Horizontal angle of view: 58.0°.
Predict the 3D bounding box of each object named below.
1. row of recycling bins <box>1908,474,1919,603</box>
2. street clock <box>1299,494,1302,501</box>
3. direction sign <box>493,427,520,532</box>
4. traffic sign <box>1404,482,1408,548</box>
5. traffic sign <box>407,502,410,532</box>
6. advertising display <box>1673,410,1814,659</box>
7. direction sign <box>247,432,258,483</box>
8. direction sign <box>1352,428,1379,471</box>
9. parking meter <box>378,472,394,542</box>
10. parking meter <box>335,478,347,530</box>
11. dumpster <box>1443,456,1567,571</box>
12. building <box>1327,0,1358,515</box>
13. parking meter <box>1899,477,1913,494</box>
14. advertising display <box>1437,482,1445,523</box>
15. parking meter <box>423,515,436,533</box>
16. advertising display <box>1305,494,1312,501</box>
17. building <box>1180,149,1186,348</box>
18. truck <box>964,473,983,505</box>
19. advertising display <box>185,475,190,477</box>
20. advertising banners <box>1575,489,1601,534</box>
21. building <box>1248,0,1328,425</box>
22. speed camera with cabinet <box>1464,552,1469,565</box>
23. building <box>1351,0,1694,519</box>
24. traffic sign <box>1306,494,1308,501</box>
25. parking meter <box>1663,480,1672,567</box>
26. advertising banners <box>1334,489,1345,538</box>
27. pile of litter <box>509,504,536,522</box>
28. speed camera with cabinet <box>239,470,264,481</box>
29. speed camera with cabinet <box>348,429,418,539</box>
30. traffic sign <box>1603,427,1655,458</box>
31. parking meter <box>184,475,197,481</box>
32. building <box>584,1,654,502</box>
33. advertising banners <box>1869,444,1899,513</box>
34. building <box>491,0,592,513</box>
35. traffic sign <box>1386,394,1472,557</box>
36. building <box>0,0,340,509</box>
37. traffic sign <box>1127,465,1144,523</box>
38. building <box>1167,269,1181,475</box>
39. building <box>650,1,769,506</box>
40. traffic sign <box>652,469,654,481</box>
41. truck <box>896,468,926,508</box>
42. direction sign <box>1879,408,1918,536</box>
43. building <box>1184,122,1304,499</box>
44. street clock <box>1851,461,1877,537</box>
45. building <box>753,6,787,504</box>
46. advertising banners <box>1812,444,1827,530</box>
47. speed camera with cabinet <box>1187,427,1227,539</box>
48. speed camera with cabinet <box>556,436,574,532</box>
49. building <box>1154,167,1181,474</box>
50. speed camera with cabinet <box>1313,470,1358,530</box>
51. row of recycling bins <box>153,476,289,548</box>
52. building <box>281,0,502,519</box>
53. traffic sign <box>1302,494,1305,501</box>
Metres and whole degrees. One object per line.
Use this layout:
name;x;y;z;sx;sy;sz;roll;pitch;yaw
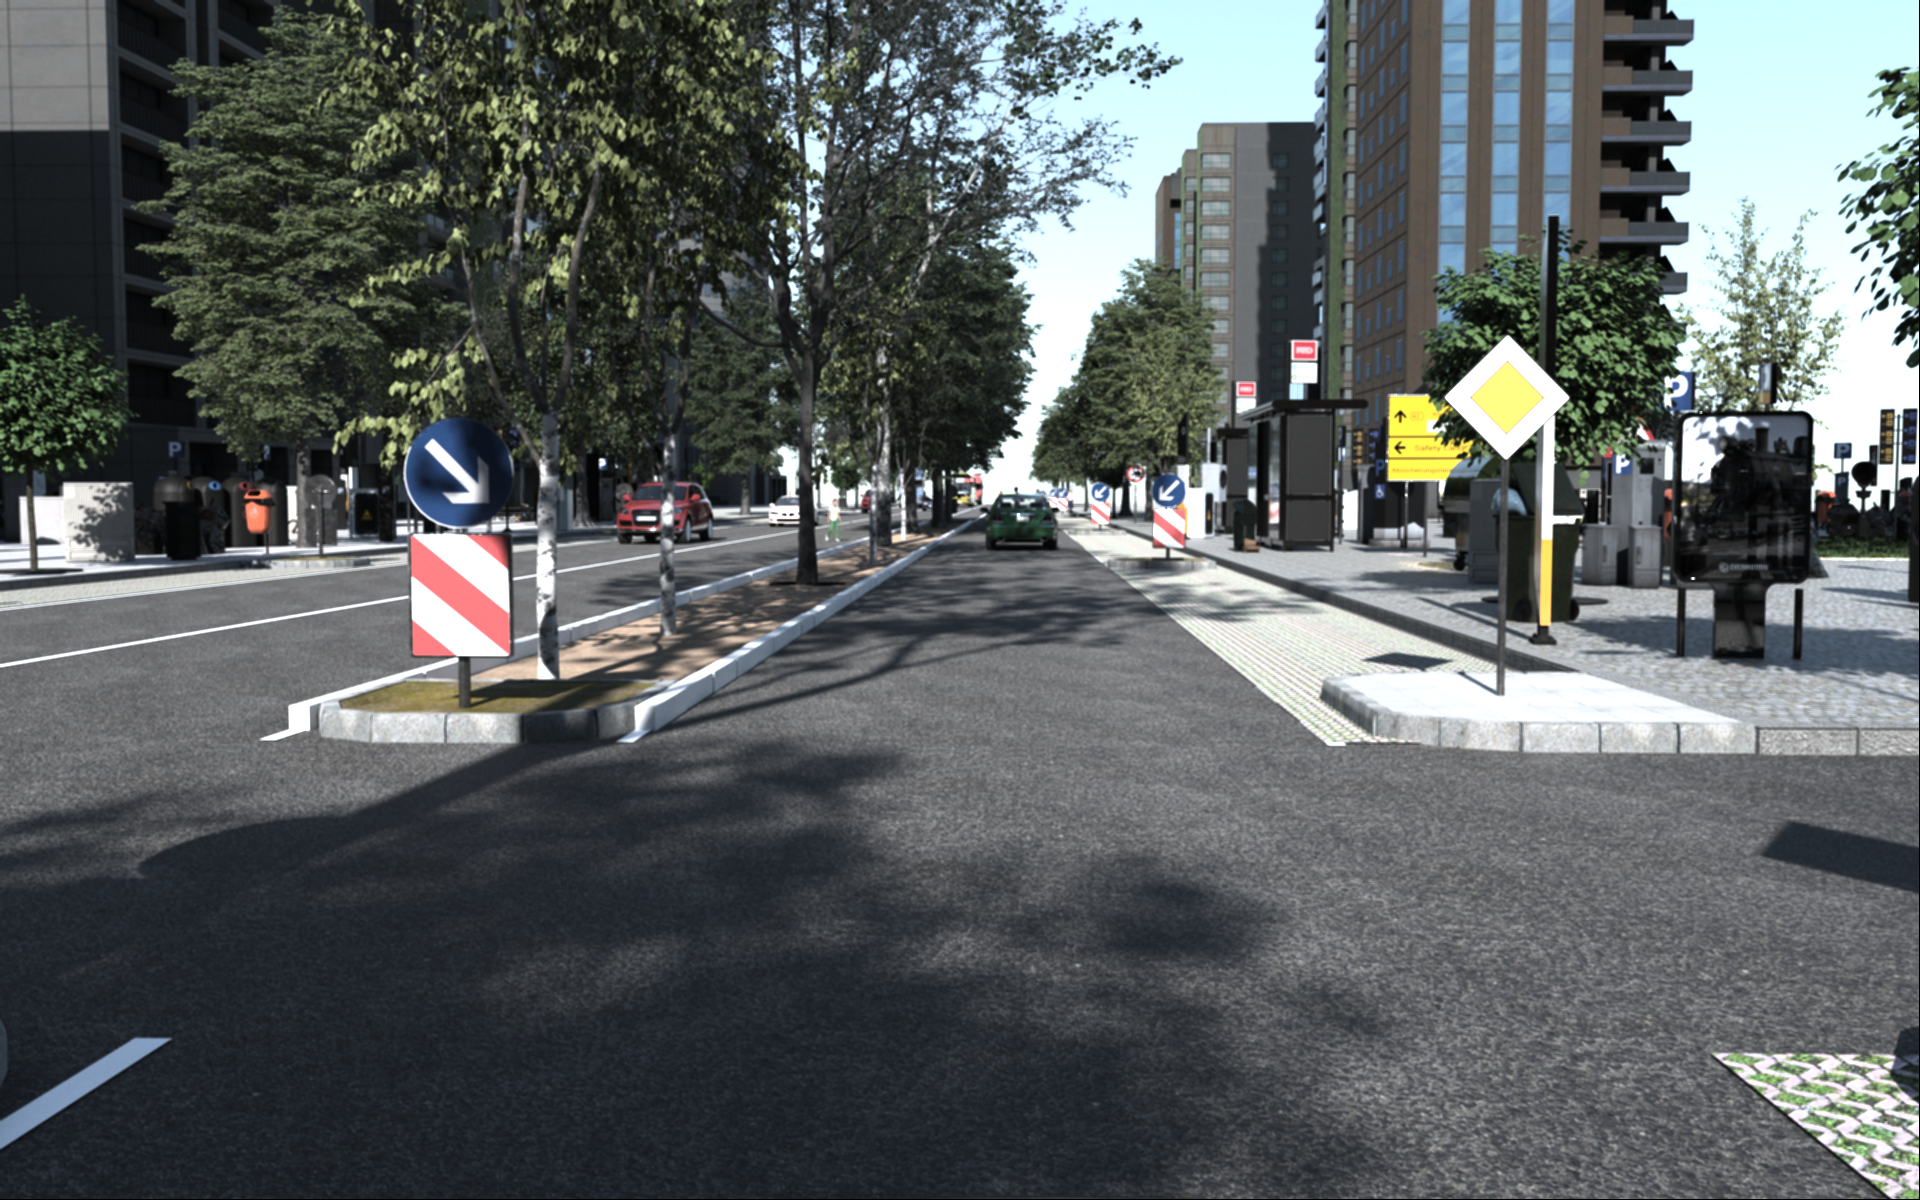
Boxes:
row of recycling bins;12.900;-0.777;19.825;3.534;1.692;1.069;1;4;21
street clock;10.399;-2.960;52.963;0.471;2.002;0.358;-1;4;-18
direction sign;-15.224;-4.047;58.162;0.876;3.537;0.379;0;4;2
traffic sign;10.523;-2.491;40.832;0.768;2.556;0.104;1;4;10
traffic sign;-18.747;-3.593;58.849;0.768;2.556;0.104;0;4;6
advertising display;6.108;-0.509;13.542;0.974;1.923;0.123;1;4;15
direction sign;-24.294;-4.129;59.504;0.379;3.537;0.876;0;4;-2
direction sign;13.977;-4.144;59.753;0.876;3.537;0.379;1;4;17
parking meter;-15.462;-2.507;46.693;0.399;1.863;0.255;-1;4;-21
parking meter;-22.088;-3.433;61.833;0.399;1.863;0.255;-1;4;-17
dumpster;8.780;-1.556;27.941;1.502;2.255;1.985;0;4;2
building;29.866;-25.962;108.066;14.154;41.232;14.086;0;4;2
parking meter;32.360;-3.278;59.301;0.399;1.863;0.255;-2;4;-27
advertising display;21.603;-4.369;76.645;0.974;1.923;0.123;-1;4;-10
parking meter;-16.527;-2.784;53.923;0.372;1.533;0.369;0;3;0
advertising display;11.925;-3.304;59.231;0.123;1.923;0.974;0;4;5
building;33.263;-32.047;207.569;14.154;41.232;14.086;0;4;2
truck;1.811;-15.118;236.086;2.839;4.237;11.283;0;4;1
advertising display;-26.730;-3.360;60.148;0.123;1.923;0.974;-2;4;-34
advertising banners;18.825;-3.479;53.063;2.074;3.025;0.090;-1;4;-22
building;35.165;-49.963;129.573;22.319;86.520;31.000;0;4;2
speed camera with cabinet;9.805;-2.291;31.788;0.660;3.252;2.038;2;4;30
building;29.797;-27.138;93.819;14.600;45.320;14.200;0;4;2
traffic sign;9.559;-2.790;47.751;0.606;2.300;0.079;1;4;10
parking meter;12.476;-1.362;30.673;0.372;1.533;0.369;0;3;0
advertising banners;10.988;-3.350;50.955;0.090;3.025;2.074;0;4;-3
pile of litter;-20.202;-4.073;80.560;1.719;0.858;1.176;1;4;12
speed camera with cabinet;-26.406;-4.379;65.931;0.660;3.252;2.038;2;4;26
speed camera with cabinet;-16.625;-3.413;50.143;2.038;3.252;0.660;-2;4;-23
traffic sign;9.891;-1.559;25.494;0.884;2.594;0.081;0;4;2
parking meter;-23.729;-2.915;53.365;0.399;1.863;0.255;1;4;22
building;-32.992;-29.892;138.849;14.600;45.320;14.200;0;4;2
advertising banners;32.383;-3.937;60.556;0.090;3.025;2.074;0;4;-5
building;-38.032;-30.397;116.603;23.786;49.044;30.456;0;4;2
traffic sign;9.805;-2.526;35.178;2.265;3.308;0.079;0;4;7
building;-38.020;-38.704;71.060;20.563;71.187;20.611;0;4;2
traffic sign;7.707;-4.645;76.054;0.768;2.556;0.104;0;4;5
building;33.307;-27.550;222.151;14.160;30.474;14.107;0;4;2
building;-34.451;-40.131;198.148;21.231;58.520;28.212;0;4;2
traffic sign;-15.161;-5.176;84.730;0.768;2.556;0.104;0;4;5
truck;-4.756;-11.817;182.973;2.967;4.110;18.799;0;4;1
direction sign;24.834;-3.297;45.910;0.876;3.537;0.379;3;4;36
building;33.182;-31.186;193.478;14.154;41.232;14.086;0;4;2
street clock;19.964;-2.062;38.284;0.471;2.002;0.358;1;4;12
building;-33.160;-47.953;222.287;20.563;71.187;20.611;0;4;2
advertising banners;30.438;-3.989;61.404;0.090;3.025;2.074;3;5;43
speed camera with cabinet;7.219;-3.446;50.672;0.660;3.252;2.038;2;4;27
speed camera with cabinet;-13.764;-3.977;59.353;0.660;3.252;2.038;0;4;0
building;34.034;-35.889;236.899;14.600;45.320;14.200;0;4;2
speed camera with cabinet;13.597;-4.128;61.821;0.660;3.252;2.038;-3;5;-42
row of recycling bins;-17.625;-2.092;41.325;1.069;1.692;3.534;2;4;27
building;-34.207;-25.114;94.211;14.154;41.232;14.086;0;4;2
traffic sign;9.687;-2.982;48.864;0.768;2.556;0.104;0;4;2
